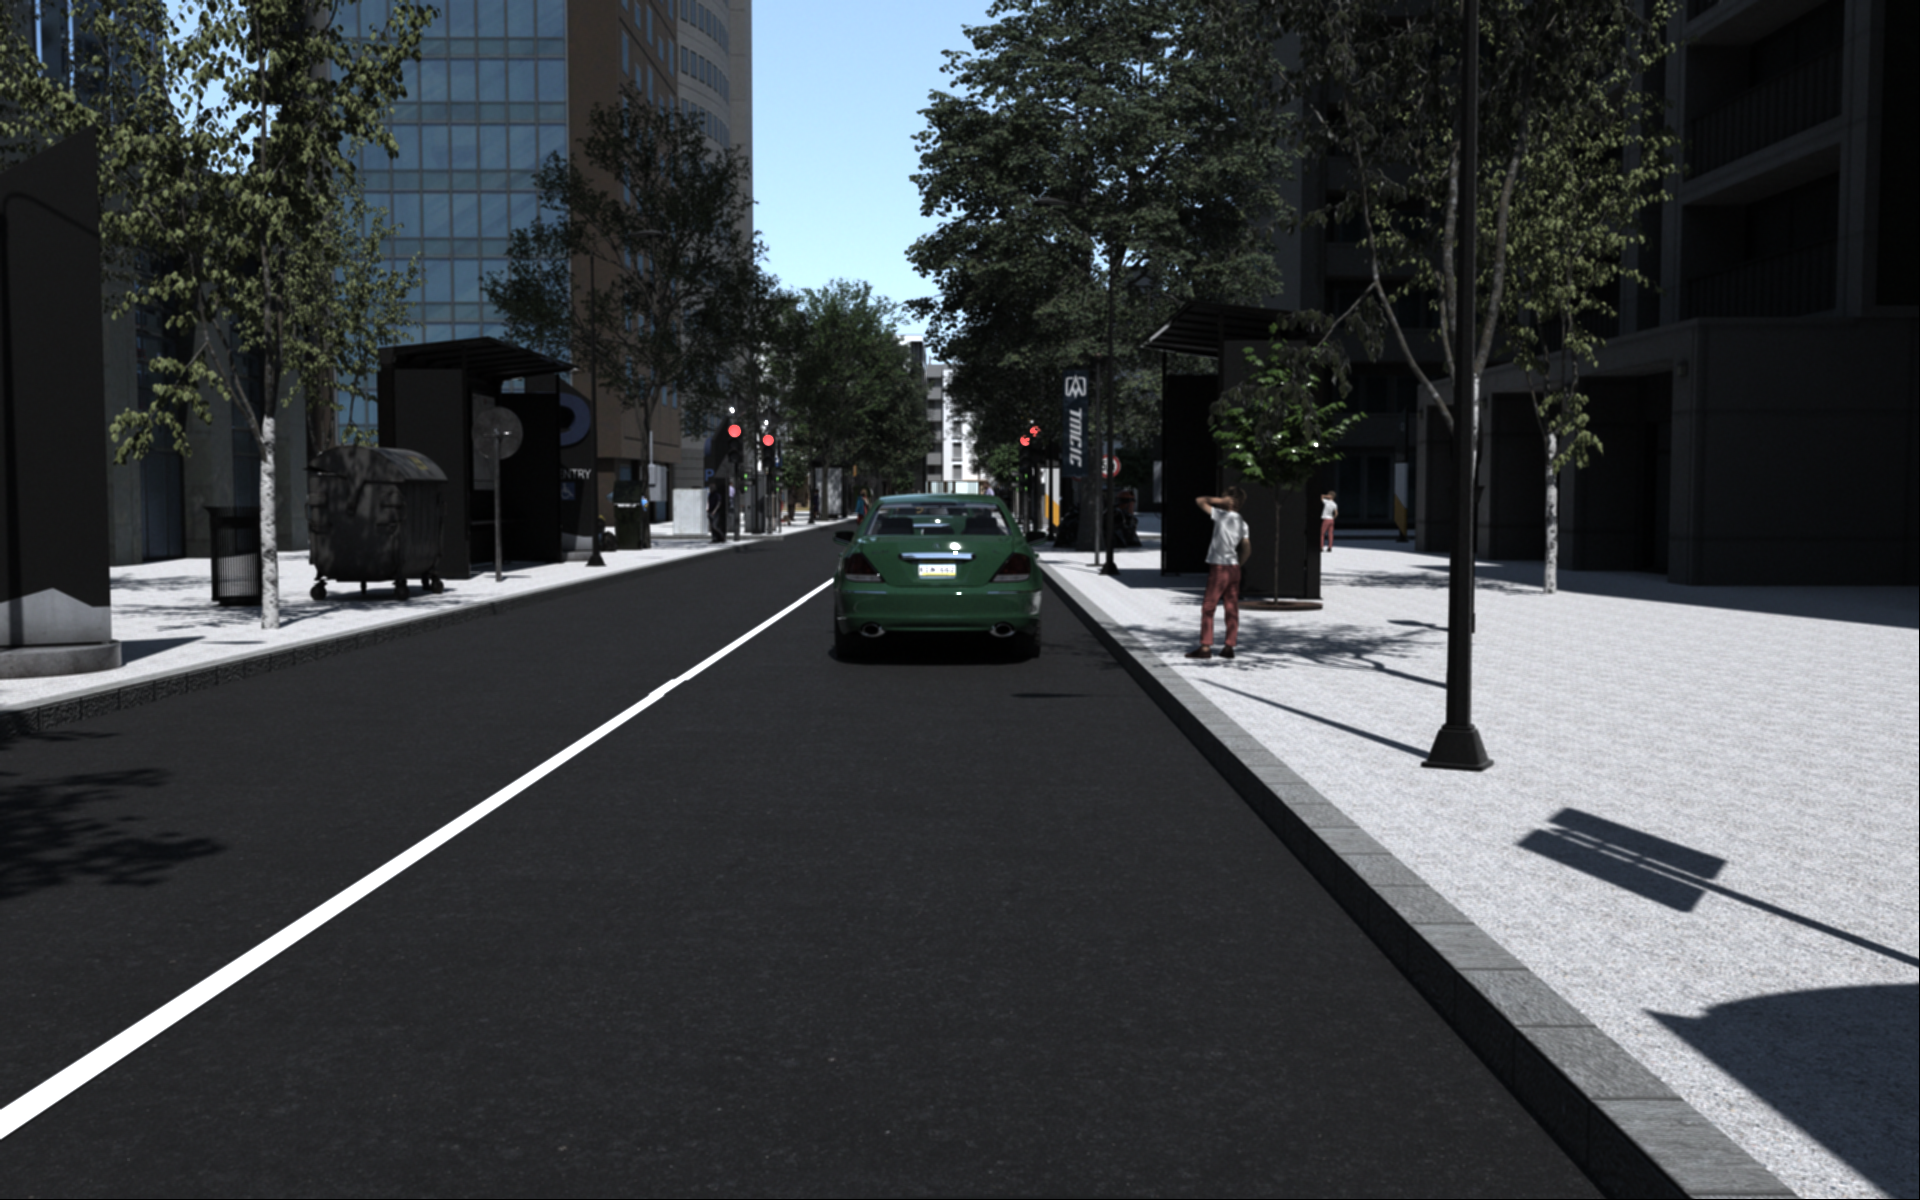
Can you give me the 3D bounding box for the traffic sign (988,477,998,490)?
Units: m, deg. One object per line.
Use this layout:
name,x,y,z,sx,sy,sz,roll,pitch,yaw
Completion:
traffic sign,2.422,-7.704,126.063,0.768,2.556,0.104,0,4,7

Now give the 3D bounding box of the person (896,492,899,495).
person,-7.553,-12.209,205.739,0.705,1.814,1.350,2,4,26

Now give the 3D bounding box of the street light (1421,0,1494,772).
street light,1.810,-2.169,8.012,1.470,5.913,1.316,0,4,0

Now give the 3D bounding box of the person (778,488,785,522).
person,-8.235,-4.299,78.200,0.662,1.594,0.647,-2,4,-31

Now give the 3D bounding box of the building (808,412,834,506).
building,-30.020,-19.810,190.353,31.486,18.905,16.747,0,4,0

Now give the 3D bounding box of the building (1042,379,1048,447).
building,23.362,-22.279,230.713,31.486,18.905,16.747,0,4,0

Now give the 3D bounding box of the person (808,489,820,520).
person,-7.291,-4.785,86.654,0.546,1.535,0.453,-2,4,-25

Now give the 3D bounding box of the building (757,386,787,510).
building,-18.927,-12.438,145.506,9.099,9.664,28.070,0,4,0

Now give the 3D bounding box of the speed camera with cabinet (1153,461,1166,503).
speed camera with cabinet,5.918,-3.198,46.619,0.660,3.252,2.038,2,4,35

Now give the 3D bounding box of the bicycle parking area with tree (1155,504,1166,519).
bicycle parking area with tree,14.396,-6.307,90.119,9.016,4.147,8.231,3,4,38

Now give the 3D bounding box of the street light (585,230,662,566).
street light,-5.944,-3.555,30.660,1.470,5.913,1.316,0,4,0

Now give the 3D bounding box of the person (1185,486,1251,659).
person,2.022,-0.221,13.563,0.435,1.345,0.340,-3,5,-39

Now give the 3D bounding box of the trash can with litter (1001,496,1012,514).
trash can with litter,2.365,-4.766,89.312,0.624,1.170,1.055,1,4,11

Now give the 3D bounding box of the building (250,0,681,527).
building,-19.985,-25.860,72.919,14.600,45.320,14.200,0,4,0

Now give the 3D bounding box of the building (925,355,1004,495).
building,1.153,-22.842,229.892,11.380,20.091,16.016,0,4,0

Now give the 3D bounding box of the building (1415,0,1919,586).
building,20.409,-35.977,26.481,20.563,71.187,20.611,0,4,0

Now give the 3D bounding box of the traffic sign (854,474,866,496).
traffic sign,-6.366,-6.719,109.955,0.768,2.556,0.104,0,4,3

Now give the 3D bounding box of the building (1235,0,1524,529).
building,22.561,-27.349,70.859,21.600,48.544,21.300,0,4,0

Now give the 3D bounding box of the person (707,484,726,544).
person,-6.309,-2.242,44.909,0.471,1.553,0.569,-1,4,-10

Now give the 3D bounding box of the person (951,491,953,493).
person,-0.937,-11.606,198.388,1.348,1.807,0.705,-2,4,-33

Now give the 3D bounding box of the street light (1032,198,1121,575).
street light,1.838,-3.353,27.366,1.470,5.913,1.316,0,4,0

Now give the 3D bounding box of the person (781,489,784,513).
person,-11.810,-6.536,114.605,0.444,1.614,0.593,1,4,12

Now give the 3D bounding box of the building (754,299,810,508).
building,-22.315,-18.879,165.084,16.016,20.091,11.380,0,4,0

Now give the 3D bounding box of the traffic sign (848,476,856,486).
traffic sign,-7.516,-7.357,120.386,0.768,2.556,0.104,0,4,1

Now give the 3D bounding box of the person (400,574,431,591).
person,-7.333,-1.006,22.940,0.683,1.767,0.568,0,4,-7

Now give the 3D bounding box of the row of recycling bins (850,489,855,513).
row of recycling bins,-7.524,-6.558,114.339,1.069,1.692,3.534,0,4,4

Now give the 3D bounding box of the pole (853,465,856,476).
pole,-7.372,-7.813,121.577,0.158,3.312,0.155,0,3,0

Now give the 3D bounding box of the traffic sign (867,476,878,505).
traffic sign,-6.258,-7.552,123.586,0.768,2.556,0.104,0,4,3

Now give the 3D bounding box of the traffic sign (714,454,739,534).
traffic sign,-7.578,-3.442,56.277,0.884,2.594,0.081,0,4,7

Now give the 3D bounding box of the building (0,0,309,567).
building,-30.382,-43.615,25.772,31.000,86.520,22.319,0,4,0

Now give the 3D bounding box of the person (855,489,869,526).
person,-3.451,-3.092,60.760,0.444,1.614,0.593,-1,4,-11

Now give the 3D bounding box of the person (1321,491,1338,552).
person,8.130,-1.744,38.474,0.435,1.345,0.340,-2,4,-31

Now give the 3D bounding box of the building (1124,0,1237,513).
building,23.444,-48.906,112.286,22.319,86.520,31.000,0,4,0

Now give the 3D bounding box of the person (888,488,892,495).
person,-6.111,-8.822,150.416,0.705,1.807,1.348,0,4,-7

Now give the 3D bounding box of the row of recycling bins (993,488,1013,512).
row of recycling bins,3.629,-7.087,122.980,3.534,1.692,1.069,3,5,42

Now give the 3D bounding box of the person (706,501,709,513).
person,-7.023,-2.299,49.275,0.628,1.438,0.799,-2,4,-33

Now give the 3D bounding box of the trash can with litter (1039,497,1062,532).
trash can with litter,3.562,-2.983,59.836,1.678,1.210,2.233,1,4,15

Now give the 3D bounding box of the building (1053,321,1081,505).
building,18.693,-18.652,171.415,16.747,18.905,31.486,0,4,0

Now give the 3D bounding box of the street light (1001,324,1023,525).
street light,1.925,-4.549,46.917,1.470,5.913,1.316,0,4,0

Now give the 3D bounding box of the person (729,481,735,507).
person,-10.071,-4.321,76.553,0.709,1.838,0.599,2,4,27

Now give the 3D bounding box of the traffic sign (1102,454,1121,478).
traffic sign,4.704,-3.353,54.934,0.768,2.556,0.104,0,4,8

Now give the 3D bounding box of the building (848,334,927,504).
building,-21.016,-23.950,235.558,32.646,21.610,27.936,0,4,0

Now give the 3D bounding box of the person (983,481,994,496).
person,0.758,-2.813,54.364,0.599,1.838,0.709,-1,4,-22

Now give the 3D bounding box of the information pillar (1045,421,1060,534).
information pillar,2.962,-3.920,55.440,0.504,3.616,0.183,-1,4,-16

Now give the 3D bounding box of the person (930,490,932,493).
person,-2.438,-8.617,149.829,0.683,1.767,0.568,1,4,10

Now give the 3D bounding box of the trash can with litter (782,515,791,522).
trash can with litter,-8.322,-4.181,79.749,1.055,1.170,0.624,-2,4,-25

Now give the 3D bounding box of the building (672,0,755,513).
building,-25.098,-34.592,107.574,21.231,58.520,28.212,0,4,0

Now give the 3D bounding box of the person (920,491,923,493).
person,-3.669,-9.931,171.694,0.721,1.723,1.217,1,4,19

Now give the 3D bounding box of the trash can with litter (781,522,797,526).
trash can with litter,-7.352,-3.627,70.366,1.678,1.210,2.233,3,4,39

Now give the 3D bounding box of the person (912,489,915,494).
person,-3.749,-7.972,138.920,0.705,1.814,1.350,-2,4,-28

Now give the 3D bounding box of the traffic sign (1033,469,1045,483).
traffic sign,3.144,-4.092,69.040,0.606,2.300,0.079,0,4,1

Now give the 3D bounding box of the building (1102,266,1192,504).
building,19.201,-17.916,149.339,16.016,20.091,11.380,0,4,0

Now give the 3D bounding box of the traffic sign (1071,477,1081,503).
traffic sign,4.749,-4.230,69.268,0.768,2.556,0.104,0,4,2

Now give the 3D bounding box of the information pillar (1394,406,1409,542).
information pillar,11.759,-3.349,46.111,0.183,3.616,0.504,-1,4,-20

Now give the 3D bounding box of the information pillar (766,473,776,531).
information pillar,-6.551,-3.393,59.973,0.304,2.012,0.304,1,4,13

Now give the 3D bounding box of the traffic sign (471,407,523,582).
traffic sign,-6.747,-1.538,25.246,0.768,2.556,0.104,0,4,4

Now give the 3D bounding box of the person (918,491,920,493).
person,-3.626,-8.844,153.830,1.217,1.736,0.721,1,4,10

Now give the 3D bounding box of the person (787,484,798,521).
person,-7.926,-4.621,82.286,0.565,1.739,0.600,2,4,25

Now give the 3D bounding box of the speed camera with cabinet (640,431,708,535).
speed camera with cabinet,-8.960,-3.670,54.344,2.038,3.252,0.660,1,4,12

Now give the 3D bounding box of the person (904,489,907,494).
person,-6.059,-11.442,192.757,0.705,1.869,1.348,0,4,-8
